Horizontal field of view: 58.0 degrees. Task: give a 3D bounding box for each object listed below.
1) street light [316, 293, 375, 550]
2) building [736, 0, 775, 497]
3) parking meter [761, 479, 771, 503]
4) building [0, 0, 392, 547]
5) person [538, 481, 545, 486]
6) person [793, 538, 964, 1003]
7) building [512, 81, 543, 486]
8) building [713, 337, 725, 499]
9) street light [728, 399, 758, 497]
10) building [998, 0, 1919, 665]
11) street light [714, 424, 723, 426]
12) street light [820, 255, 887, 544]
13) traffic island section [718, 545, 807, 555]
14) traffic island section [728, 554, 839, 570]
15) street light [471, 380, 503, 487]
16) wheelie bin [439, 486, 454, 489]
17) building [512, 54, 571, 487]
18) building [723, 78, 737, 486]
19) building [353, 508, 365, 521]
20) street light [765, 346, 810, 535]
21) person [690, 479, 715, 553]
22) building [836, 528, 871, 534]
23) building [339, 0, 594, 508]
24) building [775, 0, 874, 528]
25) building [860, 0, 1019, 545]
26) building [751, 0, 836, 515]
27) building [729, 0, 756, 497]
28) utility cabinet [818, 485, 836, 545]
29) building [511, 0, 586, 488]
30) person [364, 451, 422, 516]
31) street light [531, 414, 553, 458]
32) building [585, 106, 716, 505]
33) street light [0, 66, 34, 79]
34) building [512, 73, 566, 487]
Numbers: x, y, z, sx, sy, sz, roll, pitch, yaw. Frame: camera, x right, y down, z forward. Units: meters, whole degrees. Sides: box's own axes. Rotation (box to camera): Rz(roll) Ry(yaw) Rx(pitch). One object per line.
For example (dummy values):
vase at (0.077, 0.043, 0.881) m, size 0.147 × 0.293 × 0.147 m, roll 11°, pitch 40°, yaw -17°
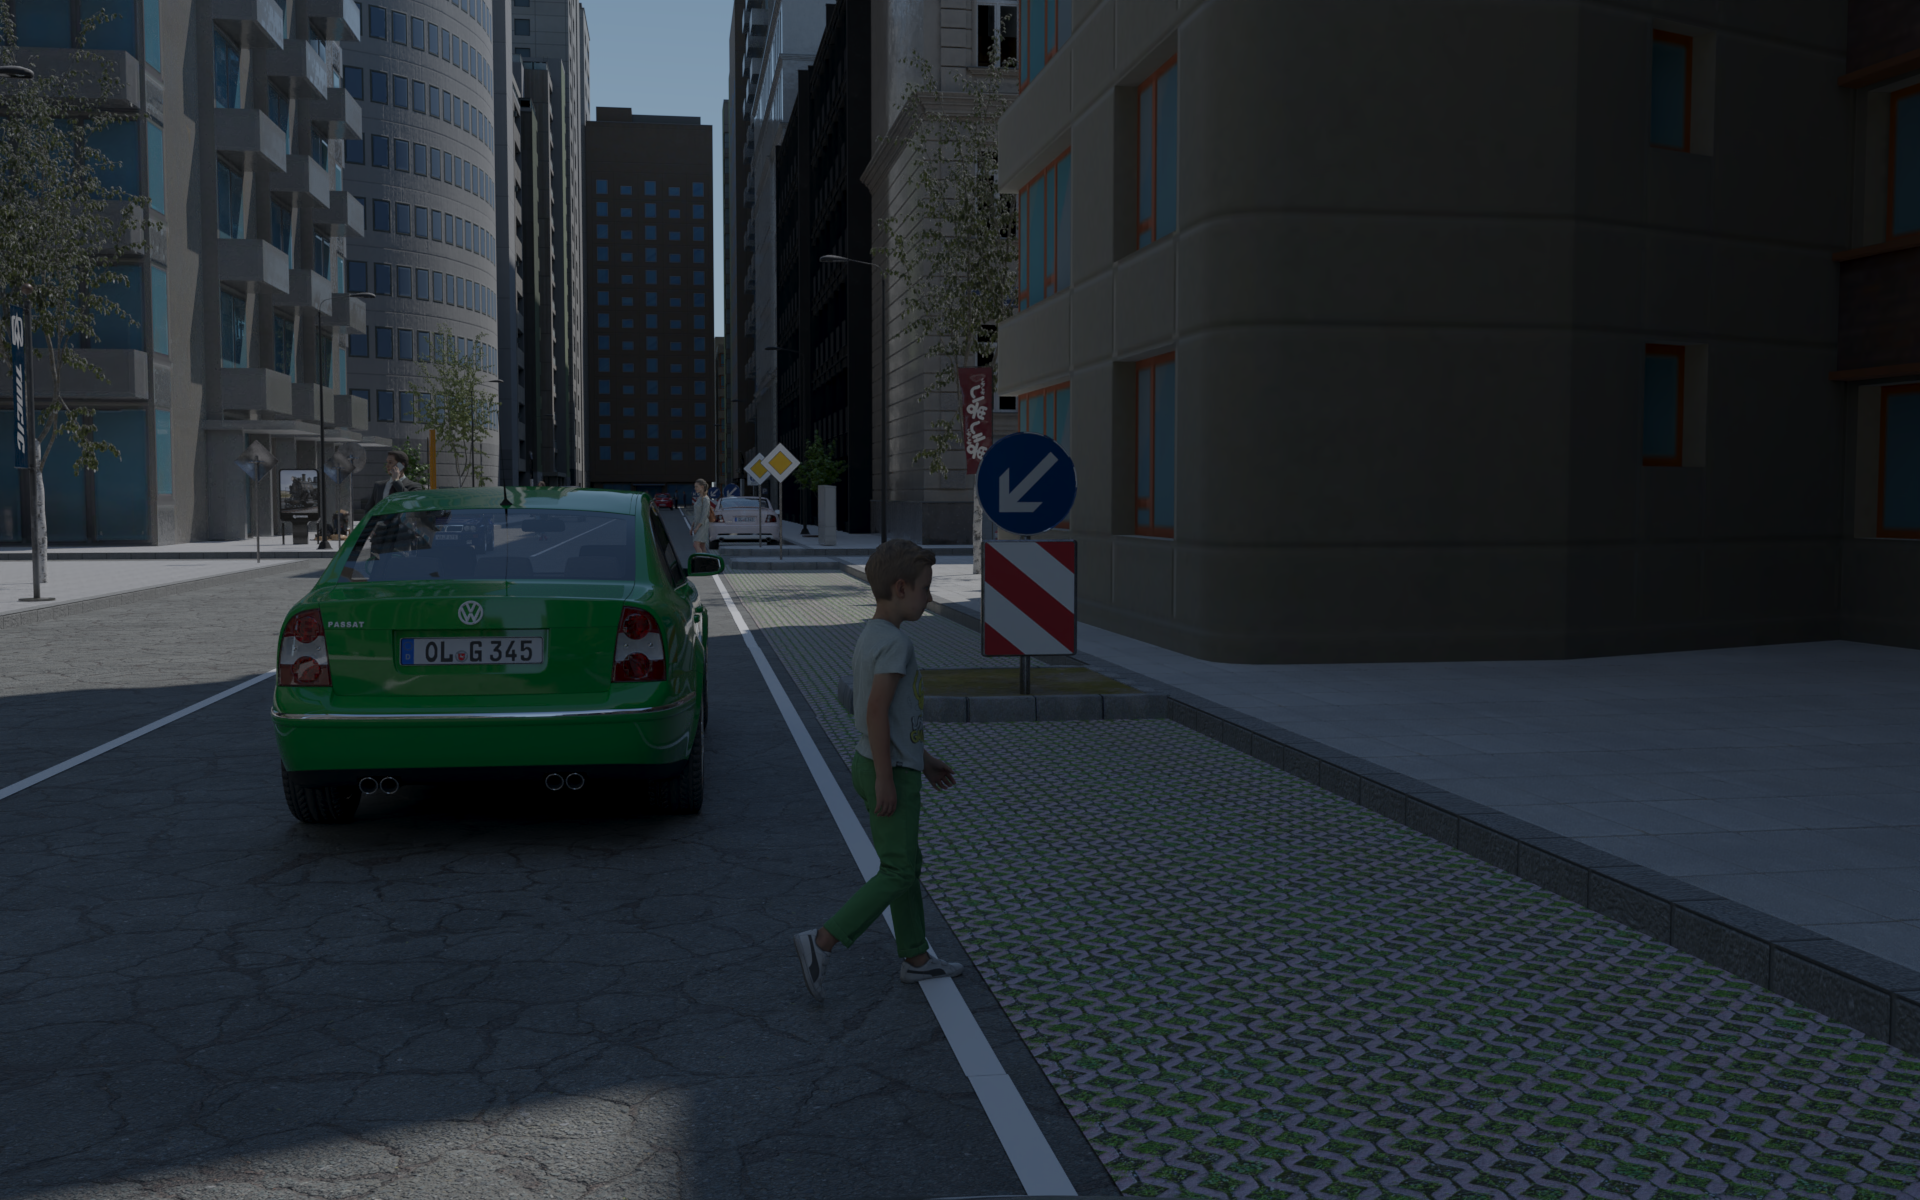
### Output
street light at (-14.191, -4.129, 40.050) m, size 1.470 × 5.913 × 1.316 m, roll -1°, pitch 4°, yaw -9°
building at (-5.287, -31.489, 134.457) m, size 23.786 × 49.044 × 30.456 m, roll -1°, pitch 4°, yaw -9°
parking meter at (-7.687, -3.829, 68.309) m, size 0.399 × 1.863 × 0.255 m, roll 0°, pitch 4°, yaw 7°
building at (-31.166, -26.444, 51.976) m, size 23.786 × 49.044 × 30.456 m, roll -1°, pitch 4°, yaw -9°
person at (-12.903, -2.743, 53.353) m, size 0.555 × 1.821 × 0.388 m, roll 0°, pitch 4°, yaw -4°
person at (-0.233, 0.476, 4.973) m, size 0.590 × 1.304 × 0.306 m, roll -2°, pitch 4°, yaw -34°
building at (-36.752, -21.284, 119.690) m, size 14.160 × 30.474 × 14.107 m, roll -1°, pitch 4°, yaw -9°
building at (-15.893, -22.680, 215.849) m, size 28.899 × 21.520 × 27.650 m, roll -1°, pitch 4°, yaw -9°
street light at (-10.543, -6.893, 85.247) m, size 1.470 × 5.913 × 1.316 m, roll -1°, pitch 4°, yaw -9°
building at (16.476, -10.037, 9.141) m, size 27.650 × 21.520 × 28.899 m, roll -1°, pitch 4°, yaw -9°
street light at (-15.678, -8.736, 115.367) m, size 1.470 × 5.913 × 1.316 m, roll -1°, pitch 4°, yaw -9°
street light at (-2.033, -3.757, 33.964) m, size 1.470 × 5.913 × 1.316 m, roll -1°, pitch 4°, yaw -9°
traffic island section at (-4.787, -1.189, 41.728) m, size 2.009 × 0.180 × 2.903 m, roll -1°, pitch 4°, yaw -9°
traffic island section at (-3.477, -0.708, 33.851) m, size 2.009 × 0.180 × 2.903 m, roll -1°, pitch 4°, yaw -9°
street light at (-19.239, -5.984, 70.376) m, size 1.470 × 5.913 × 1.316 m, roll -1°, pitch 4°, yaw -9°
wheelie bin at (-21.264, -3.898, 71.641) m, size 0.980 × 1.594 × 0.693 m, roll -3°, pitch 4°, yaw -39°
building at (-43.122, -28.945, 156.845) m, size 14.154 × 41.232 × 14.086 m, roll -1°, pitch 4°, yaw -9°
building at (-15.547, -29.750, 170.012) m, size 14.154 × 41.232 × 14.086 m, roll -1°, pitch 4°, yaw -9°
building at (-35.590, -33.569, 90.860) m, size 21.231 × 58.520 × 28.212 m, roll -1°, pitch 4°, yaw -9°
street light at (-5.453, -5.026, 54.722) m, size 1.470 × 5.913 × 1.316 m, roll -1°, pitch 4°, yaw -9°
person at (-4.631, -1.317, 31.029) m, size 0.522 × 1.701 × 0.512 m, roll -2°, pitch 4°, yaw -30°
building at (1.208, -14.316, 63.751) m, size 12.332 × 23.373 × 15.834 m, roll -1°, pitch 4°, yaw -9°
building at (-58.046, -40.566, 205.259) m, size 28.212 × 58.520 × 21.231 m, roll -1°, pitch 4°, yaw -9°
building at (-1.818, -15.298, 79.795) m, size 12.332 × 23.373 × 15.834 m, roll -1°, pitch 4°, yaw -9°
building at (10.081, -15.469, 50.186) m, size 25.104 × 27.353 × 12.463 m, roll -1°, pitch 4°, yaw -9°
building at (-5.932, -19.848, 102.007) m, size 11.434 × 29.767 × 29.804 m, roll -1°, pitch 4°, yaw -9°
building at (-13.420, -30.930, 155.815) m, size 14.600 × 45.320 × 14.200 m, roll -1°, pitch 4°, yaw -9°
utility cabinet at (-3.314, -2.120, 43.336) m, size 0.318 × 1.500 × 1.173 m, roll -1°, pitch 4°, yaw -12°
building at (-49.248, -45.068, 175.107) m, size 20.611 × 71.187 × 20.563 m, roll -1°, pitch 4°, yaw -9°
person at (-6.175, -0.668, 18.786) m, size 0.648 × 1.900 × 0.474 m, roll 0°, pitch 4°, yaw -8°
street light at (-24.404, -7.861, 101.072) m, size 1.470 × 5.913 × 1.316 m, roll -1°, pitch 4°, yaw -9°
building at (-36.338, -33.901, 204.387) m, size 14.200 × 45.320 × 14.600 m, roll -1°, pitch 4°, yaw -9°
street light at (-10.757, -2.834, 18.880) m, size 1.470 × 5.913 × 1.316 m, roll -1°, pitch 4°, yaw -9°
building at (-48.140, -27.211, 136.781) m, size 32.217 × 40.220 × 23.993 m, roll -1°, pitch 4°, yaw -9°
